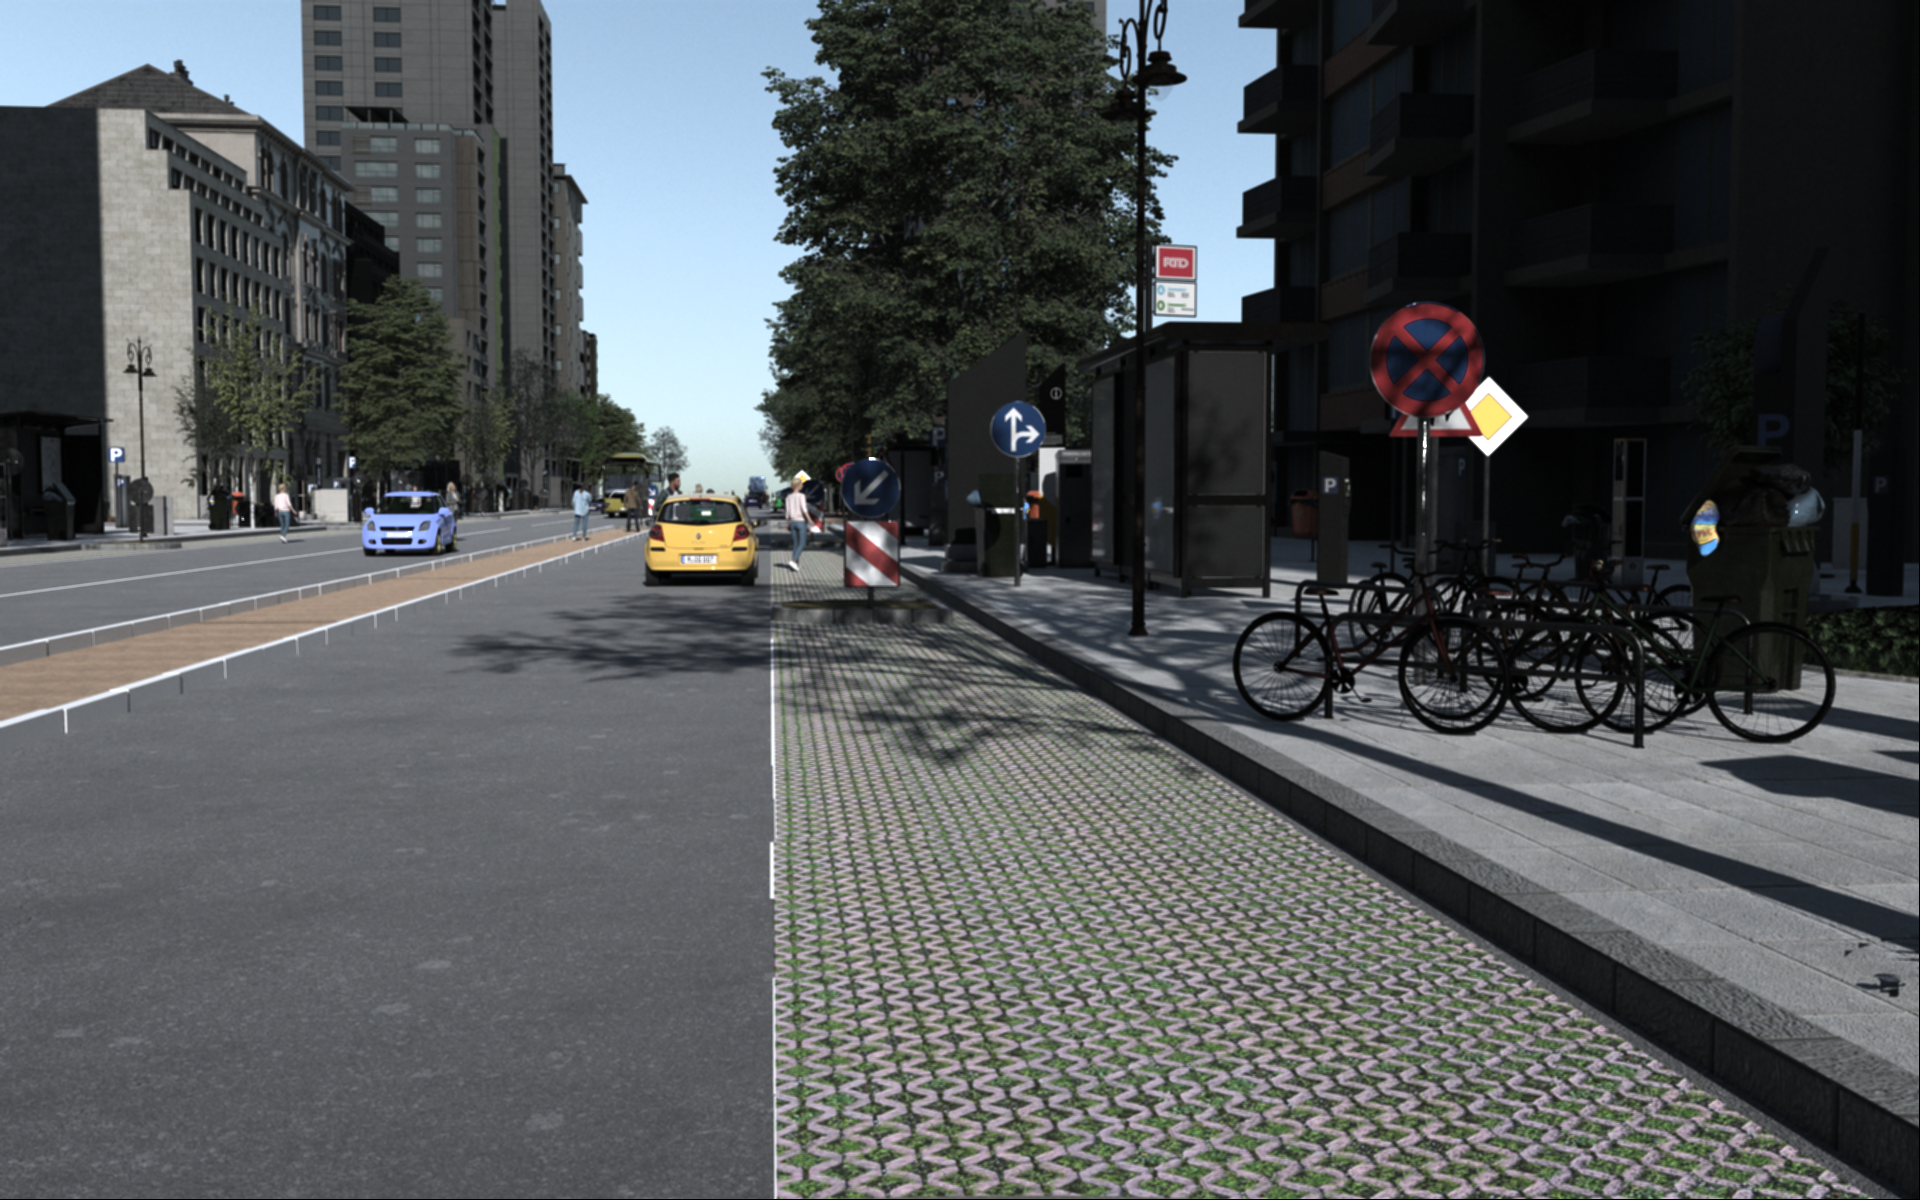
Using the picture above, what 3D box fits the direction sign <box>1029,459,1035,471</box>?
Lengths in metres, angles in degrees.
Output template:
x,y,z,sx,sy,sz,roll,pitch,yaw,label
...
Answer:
x,y,z,sx,sy,sz,roll,pitch,yaw,label
4.370,-7.193,109.600,0.876,3.537,0.379,2,4,35,direction sign

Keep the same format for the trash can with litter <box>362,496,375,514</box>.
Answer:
x,y,z,sx,sy,sz,roll,pitch,yaw,label
-38.155,-6.153,111.992,0.624,1.170,1.055,3,5,40,trash can with litter

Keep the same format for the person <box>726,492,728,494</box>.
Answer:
x,y,z,sx,sy,sz,roll,pitch,yaw,label
-41.383,-18.321,308.834,0.721,1.735,1.217,1,4,14,person

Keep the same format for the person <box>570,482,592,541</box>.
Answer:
x,y,z,sx,sy,sz,roll,pitch,yaw,label
-11.511,-2.680,52.576,0.793,1.790,0.793,-3,4,-36,person

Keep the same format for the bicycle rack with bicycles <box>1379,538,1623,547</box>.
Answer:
x,y,z,sx,sy,sz,roll,pitch,yaw,label
3.871,0.002,13.342,2.852,0.926,2.925,-1,4,-21,bicycle rack with bicycles

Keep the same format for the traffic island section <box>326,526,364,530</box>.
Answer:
x,y,z,sx,sy,sz,roll,pitch,yaw,label
-24.131,-2.901,69.712,2.009,0.180,2.903,0,4,-6,traffic island section

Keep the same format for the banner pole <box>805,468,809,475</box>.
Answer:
x,y,z,sx,sy,sz,roll,pitch,yaw,label
-13.040,-9.667,148.064,0.401,3.779,0.863,-3,4,-39,banner pole

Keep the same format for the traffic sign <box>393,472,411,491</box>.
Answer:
x,y,z,sx,sy,sz,roll,pitch,yaw,label
-24.977,-4.523,77.591,0.795,2.450,0.064,0,4,-6,traffic sign

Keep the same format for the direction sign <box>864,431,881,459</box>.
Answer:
x,y,z,sx,sy,sz,roll,pitch,yaw,label
-3.105,-4.304,62.367,0.876,3.537,0.379,-3,5,-44,direction sign

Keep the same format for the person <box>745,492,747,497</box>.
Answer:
x,y,z,sx,sy,sz,roll,pitch,yaw,label
-35.948,-17.216,290.899,0.530,1.710,0.541,0,4,-3,person

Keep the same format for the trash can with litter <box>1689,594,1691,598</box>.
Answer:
x,y,z,sx,sy,sz,roll,pitch,yaw,label
9.842,-0.638,21.486,1.678,1.210,2.233,0,4,-1,trash can with litter

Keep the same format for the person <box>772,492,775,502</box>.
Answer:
x,y,z,sx,sy,sz,roll,pitch,yaw,label
-33.159,-18.244,307.500,0.721,1.736,1.217,1,4,19,person

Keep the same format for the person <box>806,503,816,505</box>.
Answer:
x,y,z,sx,sy,sz,roll,pitch,yaw,label
-5.629,-3.375,64.037,0.716,1.782,0.532,-3,5,-42,person

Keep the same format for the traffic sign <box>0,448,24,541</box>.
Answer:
x,y,z,sx,sy,sz,roll,pitch,yaw,label
-26.127,-2.907,47.628,0.768,2.556,0.104,0,4,0,traffic sign

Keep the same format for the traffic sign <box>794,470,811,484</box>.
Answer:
x,y,z,sx,sy,sz,roll,pitch,yaw,label
-6.517,-4.153,71.550,0.795,2.450,0.064,0,4,-6,traffic sign

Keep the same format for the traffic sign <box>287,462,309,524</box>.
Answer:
x,y,z,sx,sy,sz,roll,pitch,yaw,label
-26.511,-4.241,69.342,0.884,2.594,0.081,0,4,-1,traffic sign

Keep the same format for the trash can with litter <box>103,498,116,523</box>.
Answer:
x,y,z,sx,sy,sz,roll,pitch,yaw,label
-38.387,-4.074,78.004,1.055,1.170,0.624,1,4,18,trash can with litter

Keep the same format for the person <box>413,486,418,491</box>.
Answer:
x,y,z,sx,sy,sz,roll,pitch,yaw,label
-20.633,-3.455,65.566,0.480,1.755,0.524,-1,4,-23,person

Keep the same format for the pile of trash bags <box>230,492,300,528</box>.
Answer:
x,y,z,sx,sy,sz,roll,pitch,yaw,label
-27.452,-3.543,67.681,3.447,1.369,1.912,2,4,35,pile of trash bags

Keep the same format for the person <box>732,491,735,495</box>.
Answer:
x,y,z,sx,sy,sz,roll,pitch,yaw,label
-25.016,-11.137,190.608,0.705,1.821,1.348,-3,4,-36,person

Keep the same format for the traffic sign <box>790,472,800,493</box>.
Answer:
x,y,z,sx,sy,sz,roll,pitch,yaw,label
-7.385,-4.639,79.488,0.795,2.450,0.064,0,4,-6,traffic sign

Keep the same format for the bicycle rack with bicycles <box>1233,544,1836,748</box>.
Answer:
x,y,z,sx,sy,sz,roll,pitch,yaw,label
3.383,0.221,9.772,2.925,0.926,2.852,3,5,42,bicycle rack with bicycles

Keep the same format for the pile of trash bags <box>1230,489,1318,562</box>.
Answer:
x,y,z,sx,sy,sz,roll,pitch,yaw,label
5.557,-1.467,33.732,1.912,1.369,3.447,-3,5,-44,pile of trash bags

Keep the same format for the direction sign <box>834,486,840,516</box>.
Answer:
x,y,z,sx,sy,sz,roll,pitch,yaw,label
-7.303,-6.776,102.776,0.379,3.537,0.876,1,4,17,direction sign

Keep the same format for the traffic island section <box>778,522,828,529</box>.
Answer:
x,y,z,sx,sy,sz,roll,pitch,yaw,label
-6.494,-3.018,71.629,2.009,0.180,2.903,0,4,-6,traffic island section

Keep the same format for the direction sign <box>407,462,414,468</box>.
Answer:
x,y,z,sx,sy,sz,roll,pitch,yaw,label
-38.621,-7.895,121.085,0.876,3.537,0.379,-1,4,-12,direction sign

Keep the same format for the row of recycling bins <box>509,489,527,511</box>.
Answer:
x,y,z,sx,sy,sz,roll,pitch,yaw,label
-35.879,-7.853,135.512,3.534,1.692,1.069,1,4,20,row of recycling bins

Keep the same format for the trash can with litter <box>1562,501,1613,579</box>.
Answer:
x,y,z,sx,sy,sz,roll,pitch,yaw,label
9.647,-0.905,26.182,1.055,1.170,0.624,-3,4,-36,trash can with litter

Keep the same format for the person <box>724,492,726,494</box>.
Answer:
x,y,z,sx,sy,sz,roll,pitch,yaw,label
-39.455,-17.210,290.593,1.217,1.736,0.721,1,4,10,person

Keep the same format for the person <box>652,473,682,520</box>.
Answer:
x,y,z,sx,sy,sz,roll,pitch,yaw,label
-5.284,-1.445,32.103,0.794,1.824,0.713,-3,4,-37,person

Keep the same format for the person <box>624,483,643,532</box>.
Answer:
x,y,z,sx,sy,sz,roll,pitch,yaw,label
-12.311,-3.477,65.258,0.656,1.842,0.836,-3,5,-39,person

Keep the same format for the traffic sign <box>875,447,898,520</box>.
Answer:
x,y,z,sx,sy,sz,roll,pitch,yaw,label
-2.154,-2.920,47.738,0.884,2.594,0.081,0,4,2,traffic sign

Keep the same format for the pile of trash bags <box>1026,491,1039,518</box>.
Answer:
x,y,z,sx,sy,sz,roll,pitch,yaw,label
2.948,-2.068,43.563,3.447,1.369,1.912,3,5,43,pile of trash bags

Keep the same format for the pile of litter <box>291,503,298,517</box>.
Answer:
x,y,z,sx,sy,sz,roll,pitch,yaw,label
-36.725,-5.002,95.755,1.176,0.858,1.719,-1,4,-12,pile of litter

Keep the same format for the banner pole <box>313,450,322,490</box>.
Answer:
x,y,z,sx,sy,sz,roll,pitch,yaw,label
-36.905,-6.694,99.467,0.401,3.779,0.863,1,4,17,banner pole

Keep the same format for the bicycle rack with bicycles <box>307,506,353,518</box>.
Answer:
x,y,z,sx,sy,sz,roll,pitch,yaw,label
-34.408,-4.981,94.821,2.925,0.926,2.852,-1,4,-23,bicycle rack with bicycles

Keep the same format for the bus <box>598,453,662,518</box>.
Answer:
x,y,z,sx,sy,sz,roll,pitch,yaw,label
-20.174,-7.062,107.017,2.896,3.916,12.252,0,4,-5,bus

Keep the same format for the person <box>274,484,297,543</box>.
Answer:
x,y,z,sx,sy,sz,roll,pitch,yaw,label
-19.785,-2.542,50.732,0.731,1.740,0.598,0,4,0,person

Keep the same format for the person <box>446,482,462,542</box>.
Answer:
x,y,z,sx,sy,sz,roll,pitch,yaw,label
-15.208,-2.656,52.114,0.537,1.800,0.526,-3,5,-45,person

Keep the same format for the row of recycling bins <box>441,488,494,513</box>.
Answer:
x,y,z,sx,sy,sz,roll,pitch,yaw,label
-32.884,-6.639,115.658,3.534,1.692,1.069,-3,4,-38,row of recycling bins

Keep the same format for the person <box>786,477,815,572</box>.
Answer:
x,y,z,sx,sy,sz,roll,pitch,yaw,label
-2.991,-1.394,31.969,0.731,1.740,0.598,2,4,25,person

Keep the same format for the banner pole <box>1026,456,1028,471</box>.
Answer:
x,y,z,sx,sy,sz,roll,pitch,yaw,label
2.840,-5.586,81.346,0.863,3.779,0.401,-2,4,-23,banner pole

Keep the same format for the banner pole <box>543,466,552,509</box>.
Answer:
x,y,z,sx,sy,sz,roll,pitch,yaw,label
-36.150,-9.886,151.654,0.863,3.779,0.401,-3,5,-40,banner pole

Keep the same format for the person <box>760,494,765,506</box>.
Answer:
x,y,z,sx,sy,sz,roll,pitch,yaw,label
-24.464,-12.399,214.479,1.065,1.426,0.557,3,5,45,person

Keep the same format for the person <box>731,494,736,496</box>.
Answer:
x,y,z,sx,sy,sz,roll,pitch,yaw,label
-34.947,-15.731,266.529,1.217,1.723,0.721,-1,4,-18,person

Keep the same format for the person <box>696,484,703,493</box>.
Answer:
x,y,z,sx,sy,sz,roll,pitch,yaw,label
-9.698,-3.409,64.425,0.728,1.800,0.709,1,4,16,person

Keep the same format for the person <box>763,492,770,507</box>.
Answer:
x,y,z,sx,sy,sz,roll,pitch,yaw,label
-21.574,-11.234,192.971,0.445,1.727,0.742,3,5,43,person

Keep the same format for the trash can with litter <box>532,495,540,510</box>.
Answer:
x,y,z,sx,sy,sz,roll,pitch,yaw,label
-35.556,-8.151,144.655,0.624,1.170,1.055,-1,4,-19,trash can with litter

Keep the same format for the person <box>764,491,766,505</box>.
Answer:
x,y,z,sx,sy,sz,roll,pitch,yaw,label
-25.328,-13.239,224.984,1.348,1.821,0.705,-1,4,-21,person

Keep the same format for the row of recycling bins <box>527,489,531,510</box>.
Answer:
x,y,z,sx,sy,sz,roll,pitch,yaw,label
-35.831,-8.059,138.870,1.069,1.692,3.534,2,4,29,row of recycling bins

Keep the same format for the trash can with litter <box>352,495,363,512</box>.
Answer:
x,y,z,sx,sy,sz,roll,pitch,yaw,label
-36.241,-5.621,102.956,1.678,1.210,2.233,-1,4,-12,trash can with litter

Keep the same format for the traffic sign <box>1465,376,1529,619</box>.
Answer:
x,y,z,sx,sy,sz,roll,pitch,yaw,label
5.164,-0.968,17.007,0.795,2.450,0.064,0,4,1,traffic sign

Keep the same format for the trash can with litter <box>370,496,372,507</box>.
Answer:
x,y,z,sx,sy,sz,roll,pitch,yaw,label
-42.034,-6.974,125.084,2.233,1.210,1.678,1,4,14,trash can with litter

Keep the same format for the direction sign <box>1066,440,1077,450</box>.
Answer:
x,y,z,sx,sy,sz,roll,pitch,yaw,label
4.509,-4.952,72.968,0.876,3.537,0.379,-1,4,-14,direction sign

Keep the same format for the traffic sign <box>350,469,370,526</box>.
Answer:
x,y,z,sx,sy,sz,roll,pitch,yaw,label
-24.109,-4.037,69.653,0.795,2.450,0.064,0,4,-6,traffic sign

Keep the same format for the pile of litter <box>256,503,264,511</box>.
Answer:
x,y,z,sx,sy,sz,roll,pitch,yaw,label
-35.798,-4.555,88.444,1.719,0.858,1.176,1,4,20,pile of litter
